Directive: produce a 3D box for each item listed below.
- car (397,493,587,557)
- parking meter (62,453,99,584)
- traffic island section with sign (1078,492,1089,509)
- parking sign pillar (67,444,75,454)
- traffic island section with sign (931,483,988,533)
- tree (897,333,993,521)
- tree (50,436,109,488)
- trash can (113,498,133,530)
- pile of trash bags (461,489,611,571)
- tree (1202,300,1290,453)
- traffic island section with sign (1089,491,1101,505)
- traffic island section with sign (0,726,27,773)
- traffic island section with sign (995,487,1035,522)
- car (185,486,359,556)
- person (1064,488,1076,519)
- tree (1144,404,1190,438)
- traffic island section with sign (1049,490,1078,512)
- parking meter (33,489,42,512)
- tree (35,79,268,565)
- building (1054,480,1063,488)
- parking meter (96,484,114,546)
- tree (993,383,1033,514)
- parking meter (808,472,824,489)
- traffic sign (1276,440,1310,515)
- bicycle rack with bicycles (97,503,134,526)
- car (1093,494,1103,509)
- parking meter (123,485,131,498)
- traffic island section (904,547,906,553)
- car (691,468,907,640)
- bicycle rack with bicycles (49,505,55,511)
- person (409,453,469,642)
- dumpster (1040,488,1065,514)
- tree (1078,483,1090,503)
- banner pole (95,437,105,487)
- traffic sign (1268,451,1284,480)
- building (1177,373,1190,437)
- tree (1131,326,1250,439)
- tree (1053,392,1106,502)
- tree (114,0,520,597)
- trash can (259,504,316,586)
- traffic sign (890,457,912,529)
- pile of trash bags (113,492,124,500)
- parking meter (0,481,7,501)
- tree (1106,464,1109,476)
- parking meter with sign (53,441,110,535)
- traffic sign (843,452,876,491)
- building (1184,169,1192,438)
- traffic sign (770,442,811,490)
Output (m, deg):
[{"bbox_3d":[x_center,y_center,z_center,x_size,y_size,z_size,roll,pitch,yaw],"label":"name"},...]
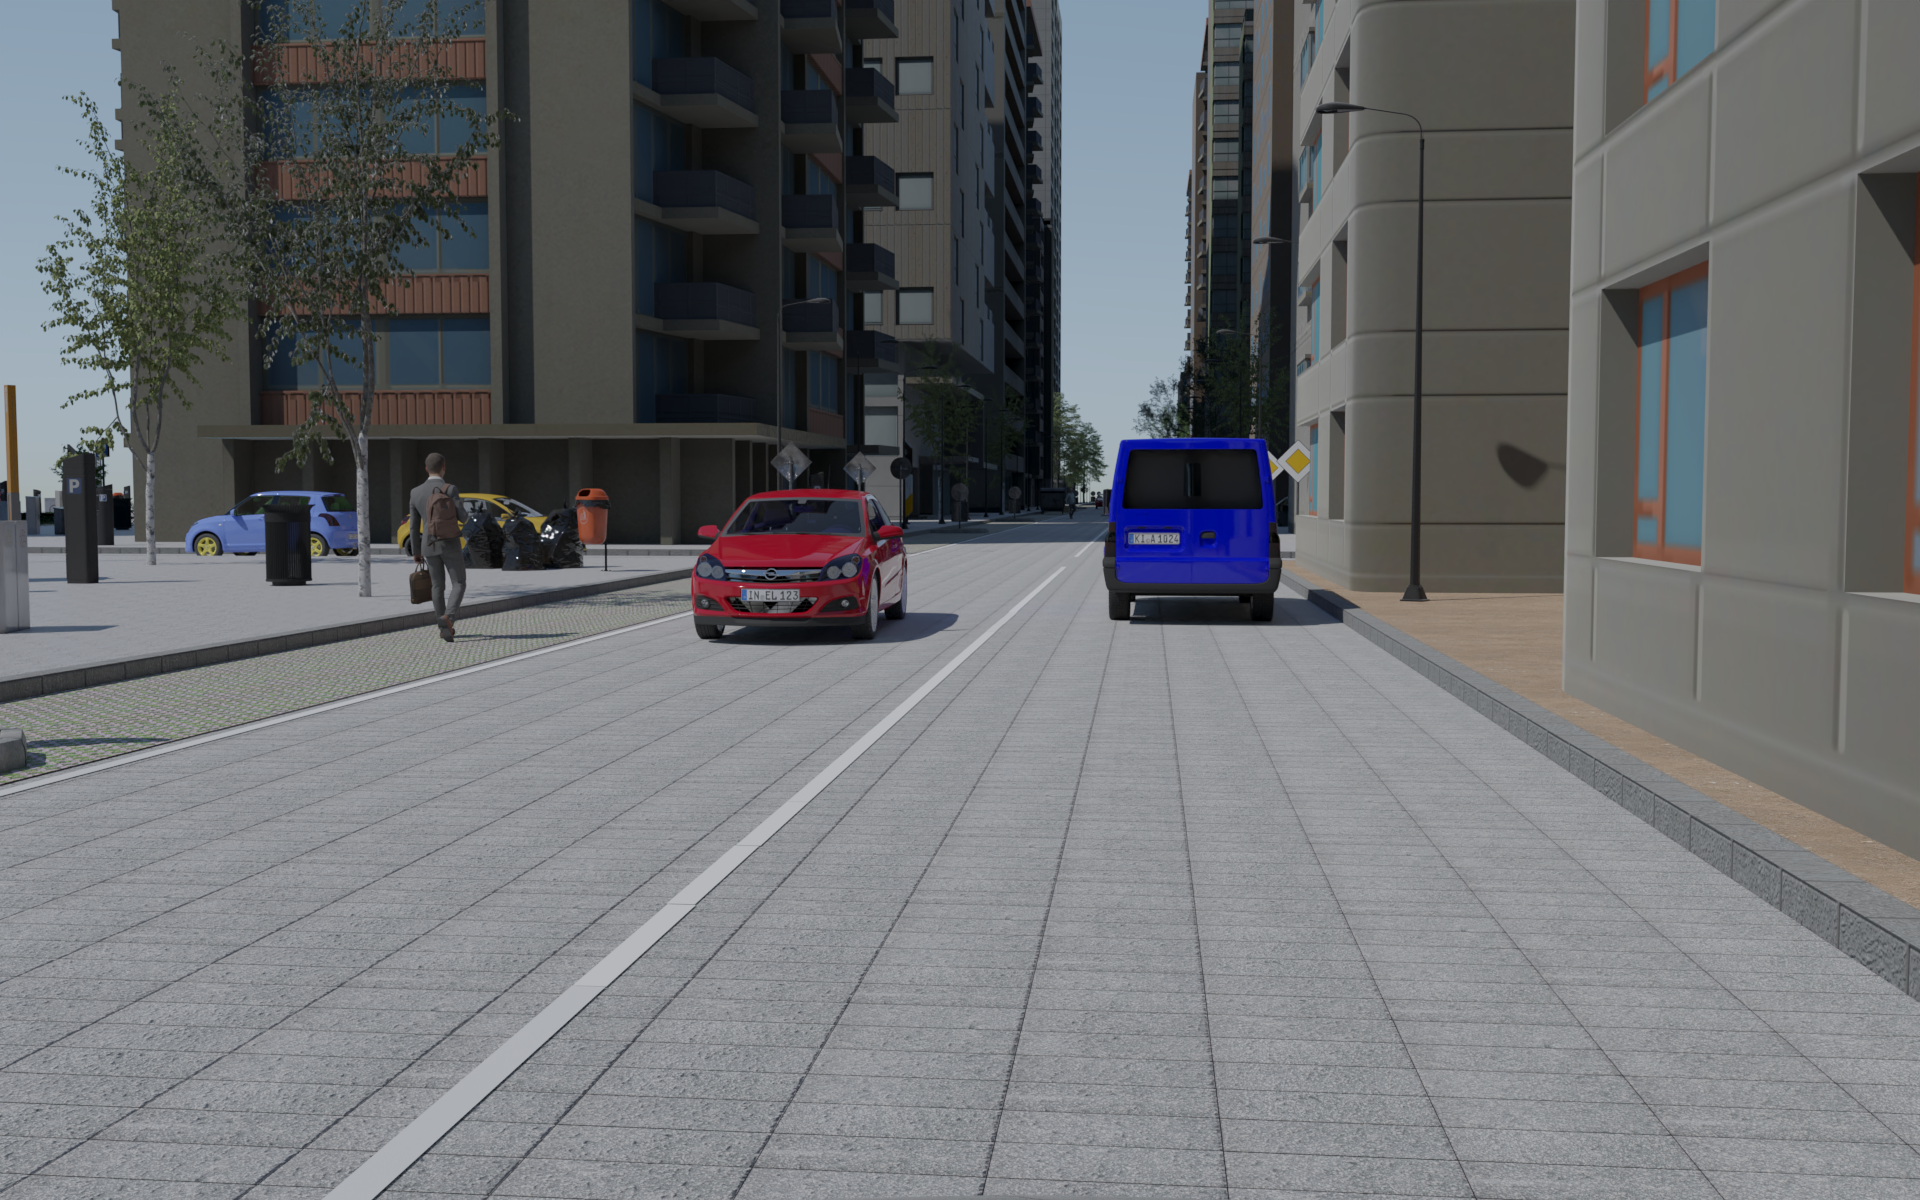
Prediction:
[{"bbox_3d":[-10.109,-1.674,37.593,3.980,1.641,2.015,0,4,6],"label":"car"},{"bbox_3d":[-12.620,-1.170,24.842,0.399,1.863,0.255,1,4,10],"label":"parking meter"},{"bbox_3d":[11.200,-9.692,167.085,1.989,1.847,2.006,0,4,6],"label":"traffic island section with sign"},{"bbox_3d":[-47.541,-6.398,93.084,1.447,3.967,1.447,2,4,25],"label":"parking sign pillar"},{"bbox_3d":[0.013,-3.355,63.480,1.989,1.847,2.006,0,4,6],"label":"traffic island section with sign"},{"bbox_3d":[-0.871,-7.836,78.488,4.737,8.622,4.395,0,3,0],"label":"tree"},{"bbox_3d":[-29.345,-3.883,58.095,1.663,3.219,1.824,0,3,0],"label":"tree"},{"bbox_3d":[-30.001,-3.079,61.999,0.748,1.137,0.748,0,3,0],"label":"trash can"},{"bbox_3d":[-7.103,-1.211,29.558,3.447,1.369,1.912,3,5,41],"label":"pile of trash bags"},{"bbox_3d":[11.155,-7.114,66.682,4.737,8.622,4.395,0,3,0],"label":"tree"},{"bbox_3d":[17.163,-13.069,222.300,1.989,1.847,2.006,0,4,6],"label":"traffic island section with sign"},{"bbox_3d":[-5.911,-0.001,8.642,1.989,1.847,2.006,0,4,6],"label":"traffic island section with sign"},{"bbox_3d":[2.905,-4.994,90.280,1.989,1.847,2.006,0,4,6],"label":"traffic island section with sign"},{"bbox_3d":[-14.909,-1.717,37.666,3.694,1.707,1.945,0,4,7],"label":"car"},{"bbox_3d":[6.372,-5.610,100.706,0.782,1.767,0.515,-3,4,-37],"label":"person"},{"bbox_3d":[24.907,-16.593,197.050,9.928,11.665,9.643,0,3,0],"label":"tree"},{"bbox_3d":[8.243,-8.016,139.697,1.989,1.847,2.006,0,4,6],"label":"traffic island section with sign"},{"bbox_3d":[-48.261,-5.027,90.607,0.372,1.533,0.369,0,3,0],"label":"parking meter"},{"bbox_3d":[-14.691,-4.949,31.271,4.737,8.622,4.395,0,3,0],"label":"tree"},{"bbox_3d":[-3.671,-31.898,213.415,32.217,40.220,23.993,0,4,6],"label":"building"},{"bbox_3d":[-21.358,-2.132,43.276,0.372,1.533,0.369,0,3,0],"label":"parking meter"},{"bbox_3d":[2.606,-9.932,112.756,4.737,8.622,4.395,0,3,0],"label":"tree"},{"bbox_3d":[-3.828,-2.463,45.975,0.399,1.863,0.255,-1,4,-18],"label":"parking meter"},{"bbox_3d":[6.253,-1.740,32.094,0.795,2.450,0.064,0,4,6],"label":"traffic sign"},{"bbox_3d":[-34.182,-3.485,70.367,2.925,0.926,2.852,-1,4,-17],"label":"bicycle rack with bicycles"},{"bbox_3d":[14.019,-9.716,167.892,2.155,1.783,4.494,0,4,5],"label":"car"},{"bbox_3d":[-56.369,-6.821,117.230,0.399,1.863,0.255,0,4,-2],"label":"parking meter"},{"bbox_3d":[-2.401,-1.153,41.139,2.009,0.180,2.903,0,4,6],"label":"traffic island section"},{"bbox_3d":[-1.619,-0.575,18.440,2.155,1.783,4.494,0,4,4],"label":"car"},{"bbox_3d":[-55.135,-5.812,108.401,2.925,0.926,2.852,-1,4,-16],"label":"bicycle rack with bicycles"},{"bbox_3d":[-5.083,-0.516,16.899,0.622,1.834,0.822,0,4,1],"label":"person"},{"bbox_3d":[6.609,-7.043,123.367,1.865,1.857,1.264,0,4,5],"label":"dumpster"},{"bbox_3d":[18.913,-16.391,262.596,1.663,3.219,1.824,0,3,0],"label":"tree"},{"bbox_3d":[-37.934,-5.289,76.488,0.863,3.779,0.401,2,4,33],"label":"banner pole"},{"bbox_3d":[7.110,-2.226,40.034,0.795,2.450,0.064,0,4,6],"label":"traffic sign"},{"bbox_3d":[46.426,-25.227,257.502,27.650,21.520,28.899,0,4,6],"label":"building"},{"bbox_3d":[13.742,-9.946,97.021,8.767,10.594,7.601,0,4,7],"label":"tree"},{"bbox_3d":[10.525,-16.798,192.766,7.486,12.596,7.792,0,3,0],"label":"tree"},{"bbox_3d":[-7.664,-4.340,21.317,4.360,8.622,3.978,0,3,0],"label":"tree"},{"bbox_3d":[-9.432,-0.775,24.319,0.748,1.137,0.748,0,3,0],"label":"trash can"},{"bbox_3d":[-2.055,-3.657,59.905,0.768,2.556,0.104,1,4,12],"label":"traffic sign"},{"bbox_3d":[-43.421,-5.055,92.408,3.447,1.369,1.912,-3,5,-44],"label":"pile of trash bags"},{"bbox_3d":[-49.522,-5.152,89.949,0.399,1.863,0.255,-1,4,-14],"label":"parking meter"},{"bbox_3d":[19.700,-21.647,272.049,7.486,12.596,7.792,0,3,0],"label":"tree"},{"bbox_3d":[-28.052,-3.610,55.283,0.543,3.016,1.738,2,4,25],"label":"parking meter with sign"},{"bbox_3d":[-2.377,-2.289,41.075,0.795,2.450,0.064,0,4,6],"label":"traffic sign"},{"bbox_3d":[40.822,-35.093,228.399,22.147,44.769,28.867,0,4,6],"label":"building"},{"bbox_3d":[-3.234,-1.804,33.136,0.795,2.450,0.064,0,4,6],"label":"traffic sign"}]
